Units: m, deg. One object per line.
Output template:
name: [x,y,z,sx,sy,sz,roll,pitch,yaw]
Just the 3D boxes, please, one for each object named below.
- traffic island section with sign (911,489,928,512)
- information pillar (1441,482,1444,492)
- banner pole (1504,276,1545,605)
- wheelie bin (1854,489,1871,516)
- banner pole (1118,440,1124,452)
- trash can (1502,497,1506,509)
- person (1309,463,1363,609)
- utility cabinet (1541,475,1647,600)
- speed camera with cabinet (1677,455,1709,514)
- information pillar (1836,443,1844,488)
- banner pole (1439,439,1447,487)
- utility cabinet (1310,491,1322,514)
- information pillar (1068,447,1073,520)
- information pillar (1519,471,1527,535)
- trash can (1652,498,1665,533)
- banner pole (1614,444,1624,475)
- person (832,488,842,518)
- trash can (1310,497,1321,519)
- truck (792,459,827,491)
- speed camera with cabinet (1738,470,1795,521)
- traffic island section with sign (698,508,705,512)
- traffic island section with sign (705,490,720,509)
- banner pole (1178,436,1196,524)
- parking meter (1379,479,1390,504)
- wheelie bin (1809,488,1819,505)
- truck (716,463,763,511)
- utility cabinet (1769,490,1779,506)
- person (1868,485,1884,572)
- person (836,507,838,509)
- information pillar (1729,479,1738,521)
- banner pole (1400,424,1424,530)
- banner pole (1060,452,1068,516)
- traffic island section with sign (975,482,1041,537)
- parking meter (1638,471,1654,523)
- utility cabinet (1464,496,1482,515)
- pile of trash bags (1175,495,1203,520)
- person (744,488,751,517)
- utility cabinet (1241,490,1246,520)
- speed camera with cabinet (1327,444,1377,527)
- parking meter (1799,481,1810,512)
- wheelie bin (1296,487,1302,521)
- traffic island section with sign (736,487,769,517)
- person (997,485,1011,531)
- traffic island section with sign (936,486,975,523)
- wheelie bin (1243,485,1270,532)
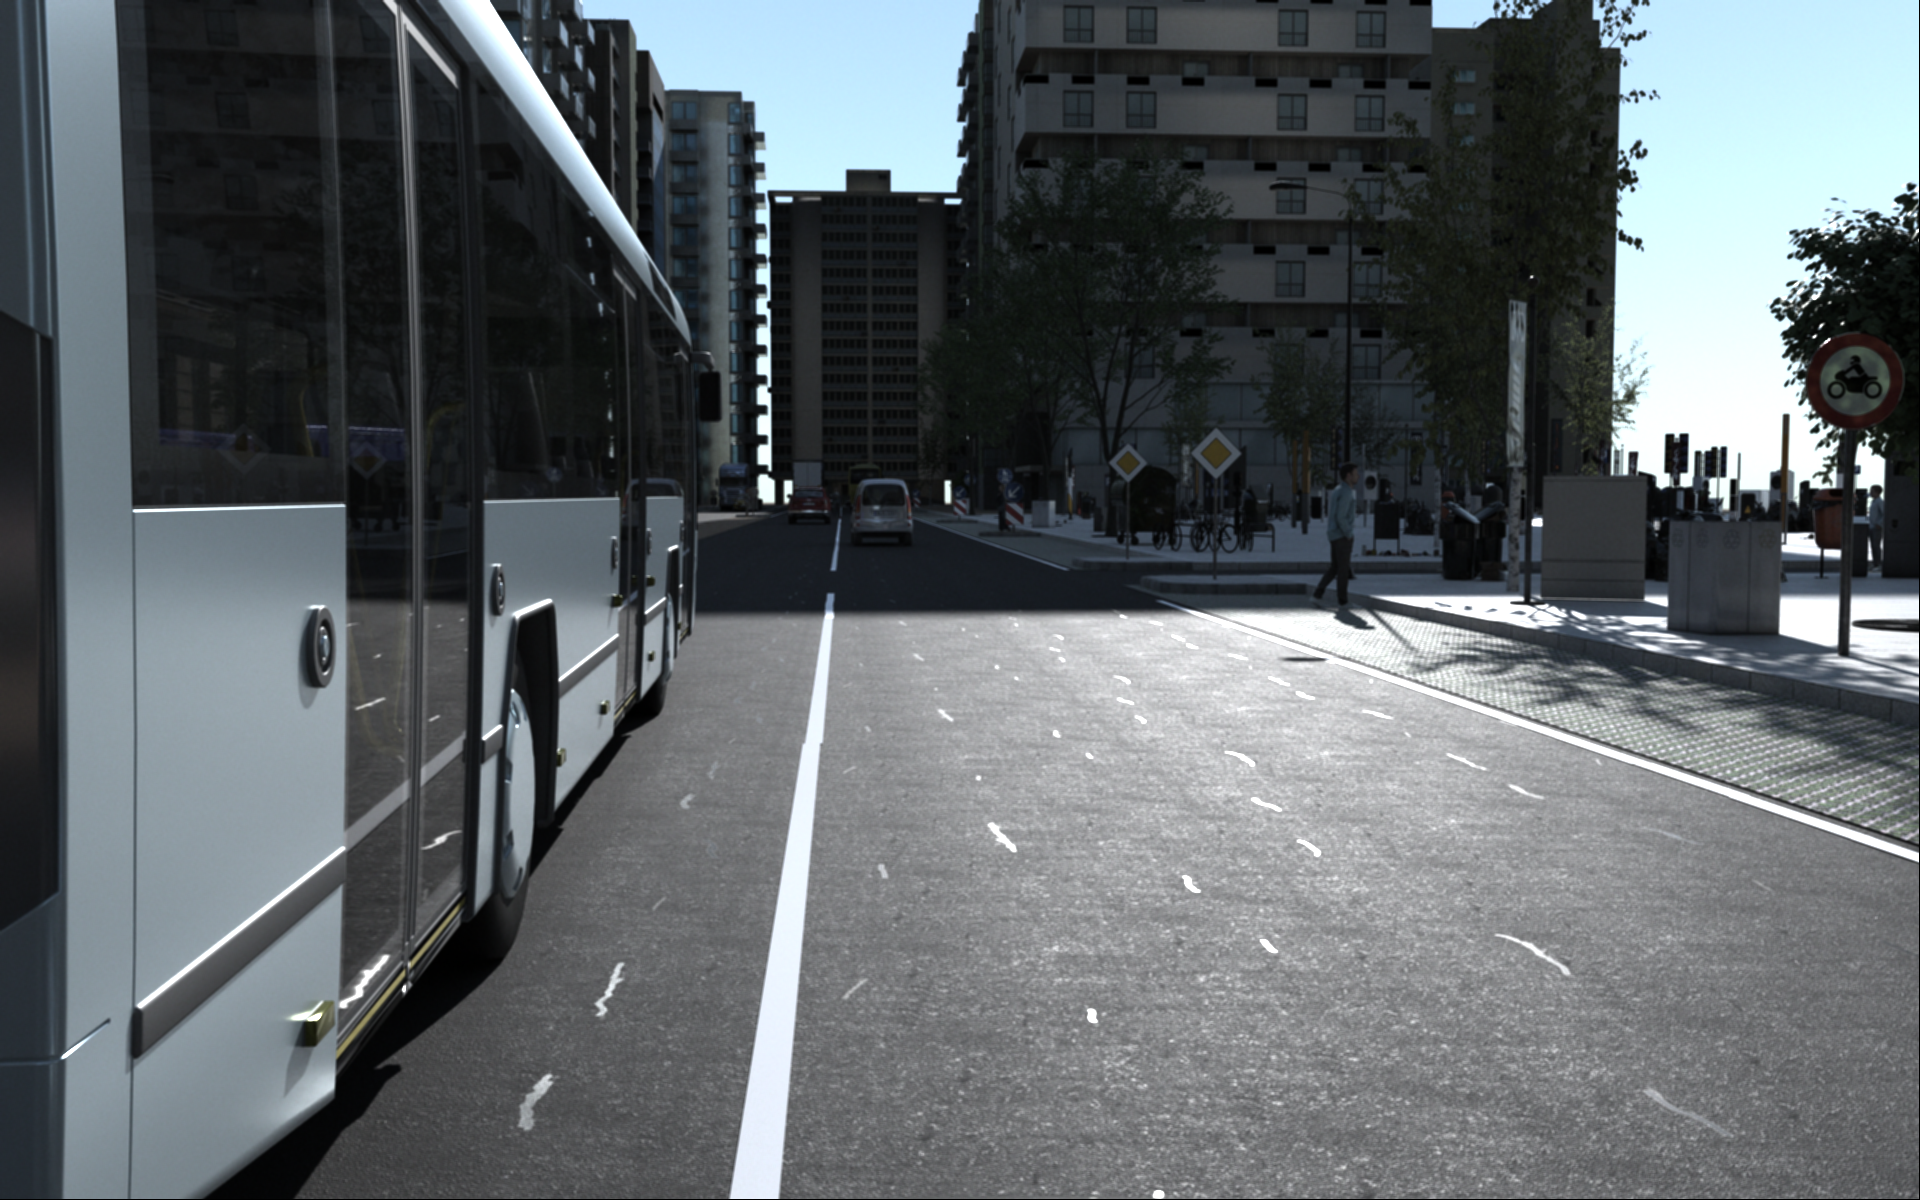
traffic island section with sign: [-3.554,-7.759,135.486,1.989,1.847,2.006,0,4,-4]
information pillar: [28.780,-6.030,103.074,0.304,2.012,0.304,2,4,32]
banner pole: [6.441,-1.825,19.859,0.401,3.779,0.863,3,5,42]
wheelie bin: [52.235,-5.654,100.344,0.980,1.594,0.693,1,4,21]
banner pole: [7.530,-5.574,81.145,0.401,3.779,0.863,-1,4,-14]
trash can: [26.317,-4.465,84.663,0.748,1.137,0.748,0,3,0]
person: [4.688,-0.798,21.568,0.620,1.820,0.660,0,4,-4]
utility cabinet: [7.659,-0.749,20.932,1.173,1.500,0.318,1,4,22]
speed camera with cabinet: [37.306,-5.734,88.094,2.038,3.252,0.660,-3,4,-36]
information pillar: [35.673,-4.808,69.959,0.504,3.616,0.183,1,4,9]
banner pole: [21.843,-5.405,78.387,0.401,3.779,0.863,-1,4,-12]
utility cabinet: [22.055,-6.060,107.752,0.318,1.500,1.173,-2,4,-26]
information pillar: [5.513,-5.832,86.706,0.183,3.616,0.504,1,4,20]
information pillar: [17.582,-3.056,54.456,0.304,2.012,0.304,-2,4,-35]
trash can: [22.768,-2.768,56.916,0.748,1.137,0.748,0,3,0]
banner pole: [32.967,-5.914,86.706,0.863,3.779,0.401,-2,4,-30]
person: [-7.413,-5.867,104.601,0.661,1.801,0.590,-2,4,-28]
trash can: [18.525,-4.784,89.868,0.748,1.137,0.748,0,3,0]
truck: [-12.622,-9.559,145.200,2.839,4.237,11.283,0,4,-3]
speed camera with cabinet: [31.240,-4.452,67.127,0.660,3.252,2.038,-2,4,-29]
traffic island section with sign: [-21.098,-7.696,134.457,1.989,1.847,2.006,0,4,-4]
traffic island section with sign: [-22.955,-9.376,161.924,1.989,1.847,2.006,0,4,-4]
banner pole: [9.706,-5.219,75.351,0.863,3.779,0.401,-3,4,-36]
parking meter: [16.236,-3.701,66.215,0.399,1.863,0.255,-3,5,-41]
wheelie bin: [46.771,-5.314,94.789,0.980,1.594,0.693,-1,4,-18]
truck: [-19.800,-10.224,156.921,2.967,4.110,18.799,0,4,-2]
utility cabinet: [48.801,-5.861,104.502,0.318,1.500,1.173,-2,4,-29]
person: [16.973,-1.333,32.098,0.330,1.601,0.589,1,4,14]
person: [-12.110,-9.747,168.394,0.750,1.759,0.617,3,5,43]
information pillar: [37.199,-4.818,83.272,0.304,2.012,0.304,3,4,38]
banner pole: [16.098,-4.383,61.681,0.863,3.779,0.401,-1,4,-15]
banner pole: [6.302,-6.882,102.543,0.863,3.779,0.401,-3,5,-40]
traffic island section with sign: [1.647,-3.051,58.505,1.989,1.847,2.006,0,4,-4]
parking meter: [17.270,-2.319,43.627,0.399,1.863,0.255,1,4,23]
utility cabinet: [19.394,-3.326,65.540,0.306,1.237,1.020,0,4,-6]
pile of trash bags: [11.458,-4.668,86.079,1.912,1.369,3.447,-3,5,-41]
person: [-12.900,-5.921,105.589,0.573,1.790,0.520,-3,5,-43]
utility cabinet: [14.234,-4.663,84.926,0.318,1.500,1.173,-2,4,-26]
speed camera with cabinet: [15.284,-4.471,67.431,2.038,3.252,0.660,-2,4,-29]
parking meter: [36.530,-4.235,74.945,0.255,1.863,0.399,0,4,-7]
wheelie bin: [16.197,-4.567,82.578,0.693,1.594,0.980,0,4,8]
traffic island section with sign: [-12.912,-6.098,107.839,2.006,1.907,1.989,0,4,-4]
person: [1.568,-3.286,62.647,0.534,1.772,0.576,-1,4,-13]
traffic island section with sign: [-0.170,-4.706,85.573,1.989,1.847,2.006,0,4,-4]
wheelie bin: [10.001,-3.107,58.711,0.980,1.594,0.693,-3,4,-36]
